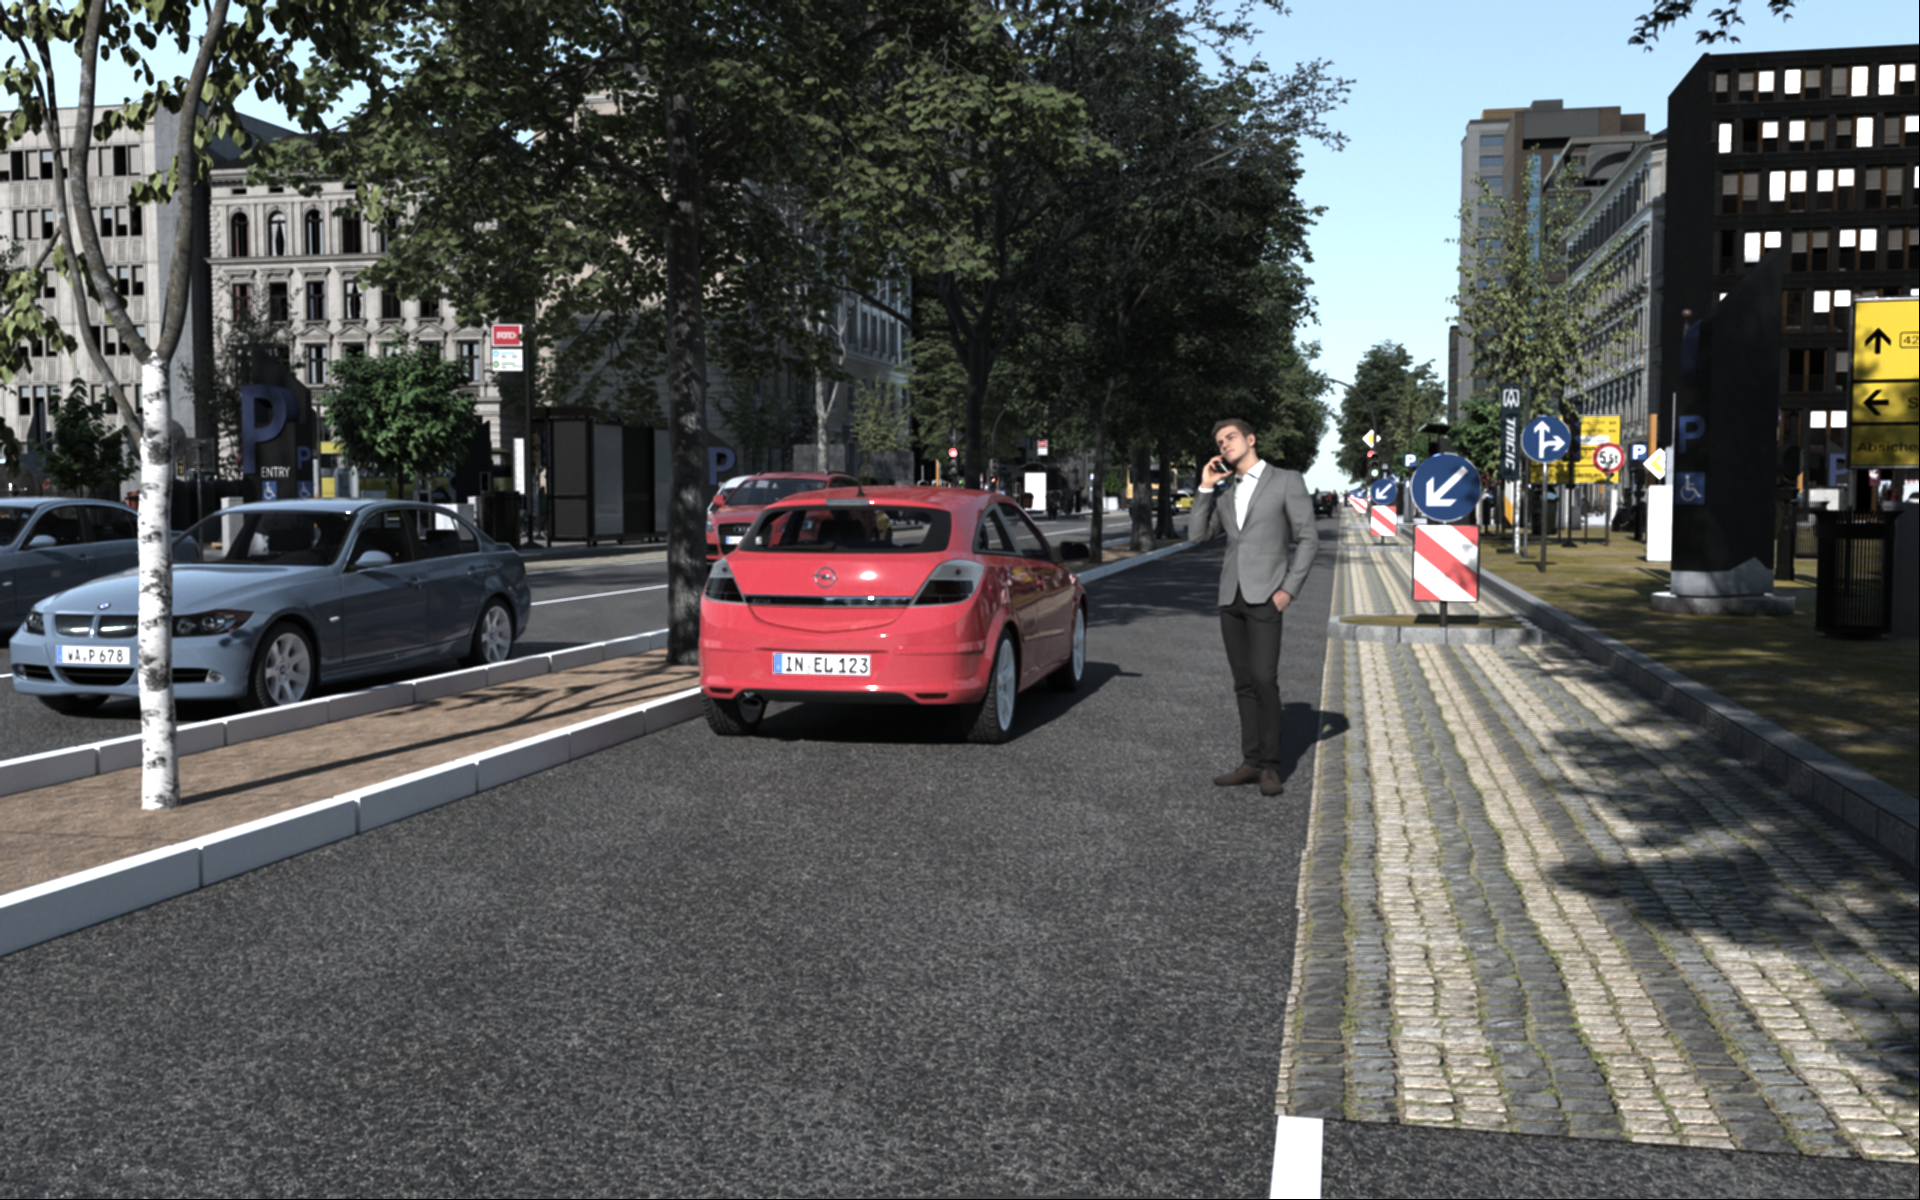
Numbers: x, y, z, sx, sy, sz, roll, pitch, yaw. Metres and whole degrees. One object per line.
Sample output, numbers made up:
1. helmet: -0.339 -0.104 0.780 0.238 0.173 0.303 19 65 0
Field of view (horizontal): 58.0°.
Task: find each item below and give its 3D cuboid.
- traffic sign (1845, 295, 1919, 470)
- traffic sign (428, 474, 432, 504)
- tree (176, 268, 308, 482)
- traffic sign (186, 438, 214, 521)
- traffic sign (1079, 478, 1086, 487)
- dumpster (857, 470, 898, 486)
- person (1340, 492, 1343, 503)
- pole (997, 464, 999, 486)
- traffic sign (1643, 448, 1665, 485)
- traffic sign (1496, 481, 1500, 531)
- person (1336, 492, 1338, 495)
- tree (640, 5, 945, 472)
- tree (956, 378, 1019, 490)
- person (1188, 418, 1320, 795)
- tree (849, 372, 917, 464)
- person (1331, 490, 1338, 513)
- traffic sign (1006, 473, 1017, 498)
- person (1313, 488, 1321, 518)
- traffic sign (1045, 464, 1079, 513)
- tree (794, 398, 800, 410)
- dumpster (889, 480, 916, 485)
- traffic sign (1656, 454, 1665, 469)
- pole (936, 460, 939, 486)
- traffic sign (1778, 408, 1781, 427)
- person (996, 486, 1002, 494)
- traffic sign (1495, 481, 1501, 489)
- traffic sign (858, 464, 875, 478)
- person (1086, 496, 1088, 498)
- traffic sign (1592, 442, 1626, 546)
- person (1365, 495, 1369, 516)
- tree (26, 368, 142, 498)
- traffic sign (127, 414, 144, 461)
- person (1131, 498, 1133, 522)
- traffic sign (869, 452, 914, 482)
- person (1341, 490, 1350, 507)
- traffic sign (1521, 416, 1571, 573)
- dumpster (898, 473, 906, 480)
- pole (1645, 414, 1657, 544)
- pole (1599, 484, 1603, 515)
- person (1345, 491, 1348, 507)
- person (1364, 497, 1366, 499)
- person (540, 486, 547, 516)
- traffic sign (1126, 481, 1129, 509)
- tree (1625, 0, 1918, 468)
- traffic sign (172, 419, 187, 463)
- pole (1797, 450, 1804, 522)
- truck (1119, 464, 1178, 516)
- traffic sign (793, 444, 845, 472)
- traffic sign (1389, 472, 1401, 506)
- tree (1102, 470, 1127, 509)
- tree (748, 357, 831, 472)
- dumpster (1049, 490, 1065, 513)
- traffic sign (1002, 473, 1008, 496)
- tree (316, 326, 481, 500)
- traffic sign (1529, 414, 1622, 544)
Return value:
1. traffic sign: 10.285 -1.456 17.682 2.265 3.308 0.079 1 4 17
2. traffic sign: -12.080 -2.408 39.473 0.768 2.556 0.104 1 4 18
3. tree: -23.272 -6.498 56.608 4.360 8.622 3.978 0 3 0
4. traffic sign: -13.820 -1.796 31.500 0.606 2.300 0.079 1 4 18
5. traffic sign: 9.639 -8.446 138.196 0.768 2.556 0.104 1 4 17
6. dumpster: -3.600 -4.134 70.089 1.502 2.255 1.985 1 4 12
7. person: 60.501 -16.250 274.863 0.551 1.740 0.621 1 4 12
8. pole: 2.350 -6.898 106.631 0.158 3.312 0.155 0 3 0
9. traffic sign: 17.503 -2.580 43.375 0.795 2.450 0.064 1 4 18
10. traffic sign: 17.152 -3.369 55.190 0.768 2.556 0.104 1 4 17
11. person: 63.660 -17.345 293.013 0.541 1.710 0.530 2 4 30
12. tree: -6.101 -12.601 61.908 12.611 20.169 13.585 0 3 0
13. tree: 1.683 -8.798 94.213 4.360 8.622 3.978 0 3 0
14. person: 1.423 0.014 8.451 0.473 1.802 0.592 -2 4 -28
15. tree: -4.972 -9.489 105.507 4.737 8.622 4.395 0 3 0
16. person: 29.117 -7.695 134.727 0.576 1.772 0.534 1 4 14
17. traffic sign: 3.013 -6.342 103.802 0.768 2.556 0.104 1 4 15
18. person: 21.097 -5.744 102.589 0.709 1.800 0.728 -1 4 -12
19. traffic sign: 6.799 -7.439 115.495 2.265 3.308 0.079 1 4 13
20. tree: -10.291 -8.250 85.243 4.737 8.622 4.395 0 3 0
21. dumpster: -2.468 -4.044 71.874 1.264 1.857 1.865 1 4 12
22. traffic sign: 16.776 -2.419 40.730 0.795 2.450 0.064 1 4 19
23. pole: -1.270 -6.411 98.663 0.158 3.312 0.155 0 3 0
24. traffic sign: 9.103 -1.227 20.168 0.768 2.556 0.104 1 4 22
25. person: 1.838 -4.481 81.865 0.391 1.810 0.635 0 4 -7
26. traffic sign: 26.834 -5.302 86.788 0.768 2.556 0.104 1 4 22
27. traffic sign: -3.933 -4.457 72.981 0.768 2.556 0.104 1 4 18
28. person: 17.534 -13.906 235.996 0.705 1.807 1.348 2 4 26
29. traffic sign: 15.983 -2.606 42.721 0.768 2.556 0.104 1 4 16
30. person: 25.041 -5.954 106.022 0.466 1.800 0.511 1 4 23
31. tree: -13.340 -1.926 26.084 1.663 3.219 1.824 0 3 0
32. traffic sign: -12.849 -1.666 27.338 0.768 2.556 0.104 1 4 19
33. person: 8.033 -4.287 78.936 0.601 1.785 0.444 -3 5 -44
34. traffic sign: -3.296 -5.459 83.135 2.265 3.308 0.079 1 4 16
35. person: 42.622 -11.204 191.310 1.348 1.869 0.705 -1 4 -19
36. traffic sign: 9.528 -1.720 28.222 0.768 2.556 0.104 1 4 17
37. dumpster: -3.135 -4.774 80.546 1.502 2.255 1.985 1 4 13
38. pole: 17.599 -3.073 44.091 0.158 3.312 0.155 0 3 0
39. pole: 40.250 -7.022 108.658 0.158 3.312 0.155 0 3 0
40. person: 39.205 -10.172 175.727 0.530 1.710 0.541 3 5 40
41. person: 33.226 -8.079 141.599 0.522 1.701 0.512 1 4 10
42. person: -19.627 -4.448 81.478 0.529 1.795 0.600 1 4 15
43. traffic sign: 14.939 -9.366 153.238 0.768 2.556 0.104 1 4 19
44. tree: 5.470 -4.462 7.359 7.601 10.594 8.767 1 4 21
45. traffic sign: -13.360 -1.778 29.173 0.768 2.556 0.104 1 4 14
46. pole: 38.625 -5.247 79.637 0.158 3.312 0.155 0 3 0
47. truck: 12.499 -7.143 112.708 3.469 3.379 9.791 1 4 12
48. traffic sign: -5.771 -4.710 70.882 2.265 3.308 0.079 1 4 17
49. traffic sign: 24.551 -5.965 97.631 0.768 2.556 0.104 1 4 15
50. tree: 12.024 -8.698 136.817 1.663 3.219 1.824 0 3 0
51. tree: -8.605 -8.538 89.956 4.360 8.622 3.978 0 3 0
52. dumpster: 6.906 -7.020 120.539 1.264 1.857 1.865 1 4 12
53. traffic sign: 2.877 -6.425 105.160 0.768 2.556 0.104 1 4 21
54. tree: -10.940 -3.079 34.059 4.285 4.588 4.351 0 3 0
55. traffic sign: 15.775 -3.096 44.498 2.265 3.308 0.079 1 4 14
